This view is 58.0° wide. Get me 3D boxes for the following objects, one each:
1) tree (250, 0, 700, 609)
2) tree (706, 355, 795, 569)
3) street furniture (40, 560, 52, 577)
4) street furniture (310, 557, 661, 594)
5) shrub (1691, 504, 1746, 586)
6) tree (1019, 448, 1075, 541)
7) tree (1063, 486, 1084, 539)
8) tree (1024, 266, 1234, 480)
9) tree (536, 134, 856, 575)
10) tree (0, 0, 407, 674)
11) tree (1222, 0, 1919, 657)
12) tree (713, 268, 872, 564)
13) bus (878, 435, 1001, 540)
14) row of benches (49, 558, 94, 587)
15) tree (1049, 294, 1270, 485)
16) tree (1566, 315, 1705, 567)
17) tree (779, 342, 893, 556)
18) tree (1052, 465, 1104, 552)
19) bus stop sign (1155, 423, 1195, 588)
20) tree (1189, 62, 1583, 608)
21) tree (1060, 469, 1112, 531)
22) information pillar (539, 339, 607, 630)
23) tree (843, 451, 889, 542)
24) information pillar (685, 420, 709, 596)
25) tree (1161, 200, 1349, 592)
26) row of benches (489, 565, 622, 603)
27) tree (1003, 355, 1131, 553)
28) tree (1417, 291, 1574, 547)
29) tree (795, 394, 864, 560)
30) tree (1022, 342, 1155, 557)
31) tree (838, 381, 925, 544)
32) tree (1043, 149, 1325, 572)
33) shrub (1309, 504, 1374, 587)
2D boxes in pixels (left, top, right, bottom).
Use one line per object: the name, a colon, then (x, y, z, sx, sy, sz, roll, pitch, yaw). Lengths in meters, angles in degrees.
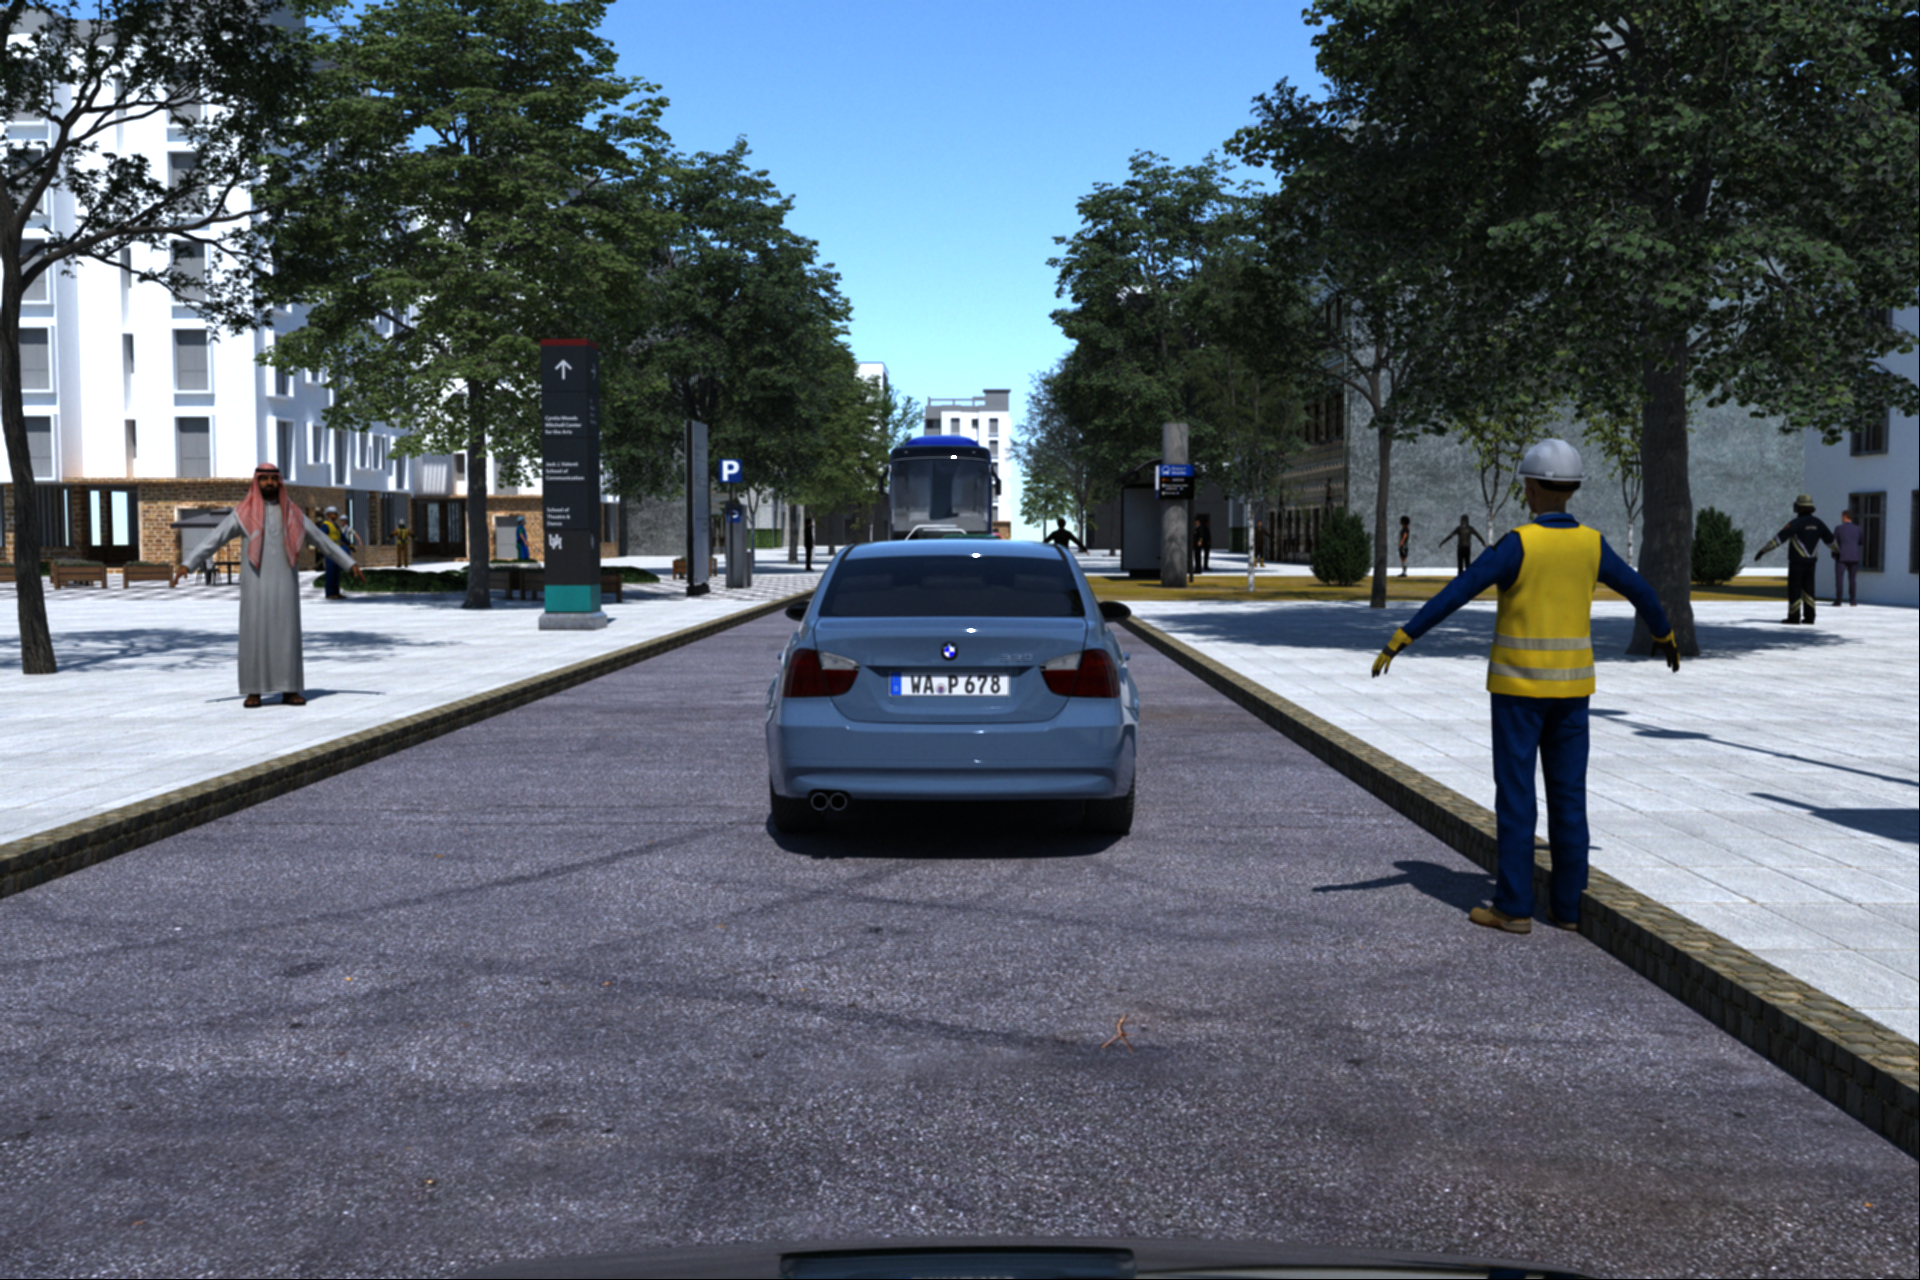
tree: (-8.453, -6.848, 30.093, 7.486, 12.596, 7.792, 0, 3, 0)
tree: (-7.759, -6.947, 63.943, 4.737, 8.622, 4.395, 0, 3, 0)
street furniture: (-31.290, -2.172, 51.132, 10.072, 0.657, 5.734, 0, 4, -7)
street furniture: (-11.648, -1.632, 42.309, 5.734, 0.657, 10.072, 2, 4, 27)
shrub: (18.605, -2.357, 42.957, 1.690, 2.028, 1.600, 0, 3, 0)
tree: (11.375, -18.683, 223.593, 7.486, 12.596, 7.792, 0, 3, 0)
tree: (15.360, -17.143, 230.651, 4.737, 8.622, 4.395, 0, 3, 0)
tree: (8.133, -10.326, 79.193, 12.009, 13.543, 11.850, 0, 3, 0)
tree: (-8.180, -9.034, 54.357, 9.857, 13.997, 8.962, 0, 3, 0)
tree: (-8.777, -4.957, 15.464, 7.601, 10.594, 8.767, -2, 4, -33)
tree: (7.428, -6.807, 17.945, 9.857, 13.997, 8.962, 0, 3, 0)
tree: (-7.381, -9.524, 73.846, 7.486, 12.596, 7.792, 0, 3, 0)
bus: (-0.419, -3.376, 46.750, 2.896, 3.916, 12.251, 0, 4, 1)
row of benches: (-22.461, -1.729, 43.729, 1.422, 0.672, 4.104, -2, 4, -32)
tree: (7.838, -8.098, 66.810, 8.767, 10.594, 7.601, 0, 4, -4)
tree: (19.619, -6.124, 50.490, 4.737, 8.622, 4.395, 0, 3, 0)
tree: (-7.494, -11.234, 101.803, 7.486, 12.596, 7.792, 0, 3, 0)
tree: (8.343, -10.656, 124.592, 4.360, 8.622, 3.978, 0, 3, 0)
bus stop sign: (5.128, -3.203, 41.377, 0.837, 3.901, 0.837, 0, 4, 0)
tree: (7.590, -5.835, 29.821, 7.601, 10.594, 8.767, -1, 4, -17)
tree: (9.353, -11.079, 131.506, 4.737, 8.622, 4.395, 0, 3, 0)
information pillar: (-5.232, -2.077, 23.331, 0.750, 3.857, 0.750, 0, 4, 1)
tree: (-6.967, -11.174, 133.051, 4.737, 8.622, 4.395, 0, 3, 0)
information pillar: (-5.542, -2.766, 36.536, 0.184, 3.620, 1.656, 0, 4, 2)
tree: (6.549, -5.400, 38.655, 4.360, 8.622, 3.978, 0, 3, 0)
row of benches: (-8.021, -1.109, 33.597, 4.104, 0.672, 1.422, 3, 5, 44)
tree: (8.098, -12.498, 114.719, 12.009, 13.543, 11.850, 0, 3, 0)
tree: (13.444, -5.700, 43.556, 4.737, 8.622, 4.395, 0, 3, 0)
tree: (-6.964, -8.226, 84.851, 4.737, 8.622, 4.395, 0, 3, 0)
tree: (8.717, -11.531, 98.894, 12.009, 13.543, 11.850, 0, 3, 0)
tree: (-6.432, -11.584, 115.151, 9.928, 11.665, 9.643, 0, 3, 0)
tree: (7.268, -9.159, 56.409, 9.857, 13.997, 8.962, 0, 3, 0)
shrub: (9.357, -2.327, 42.467, 1.690, 2.028, 1.600, 0, 3, 0)
